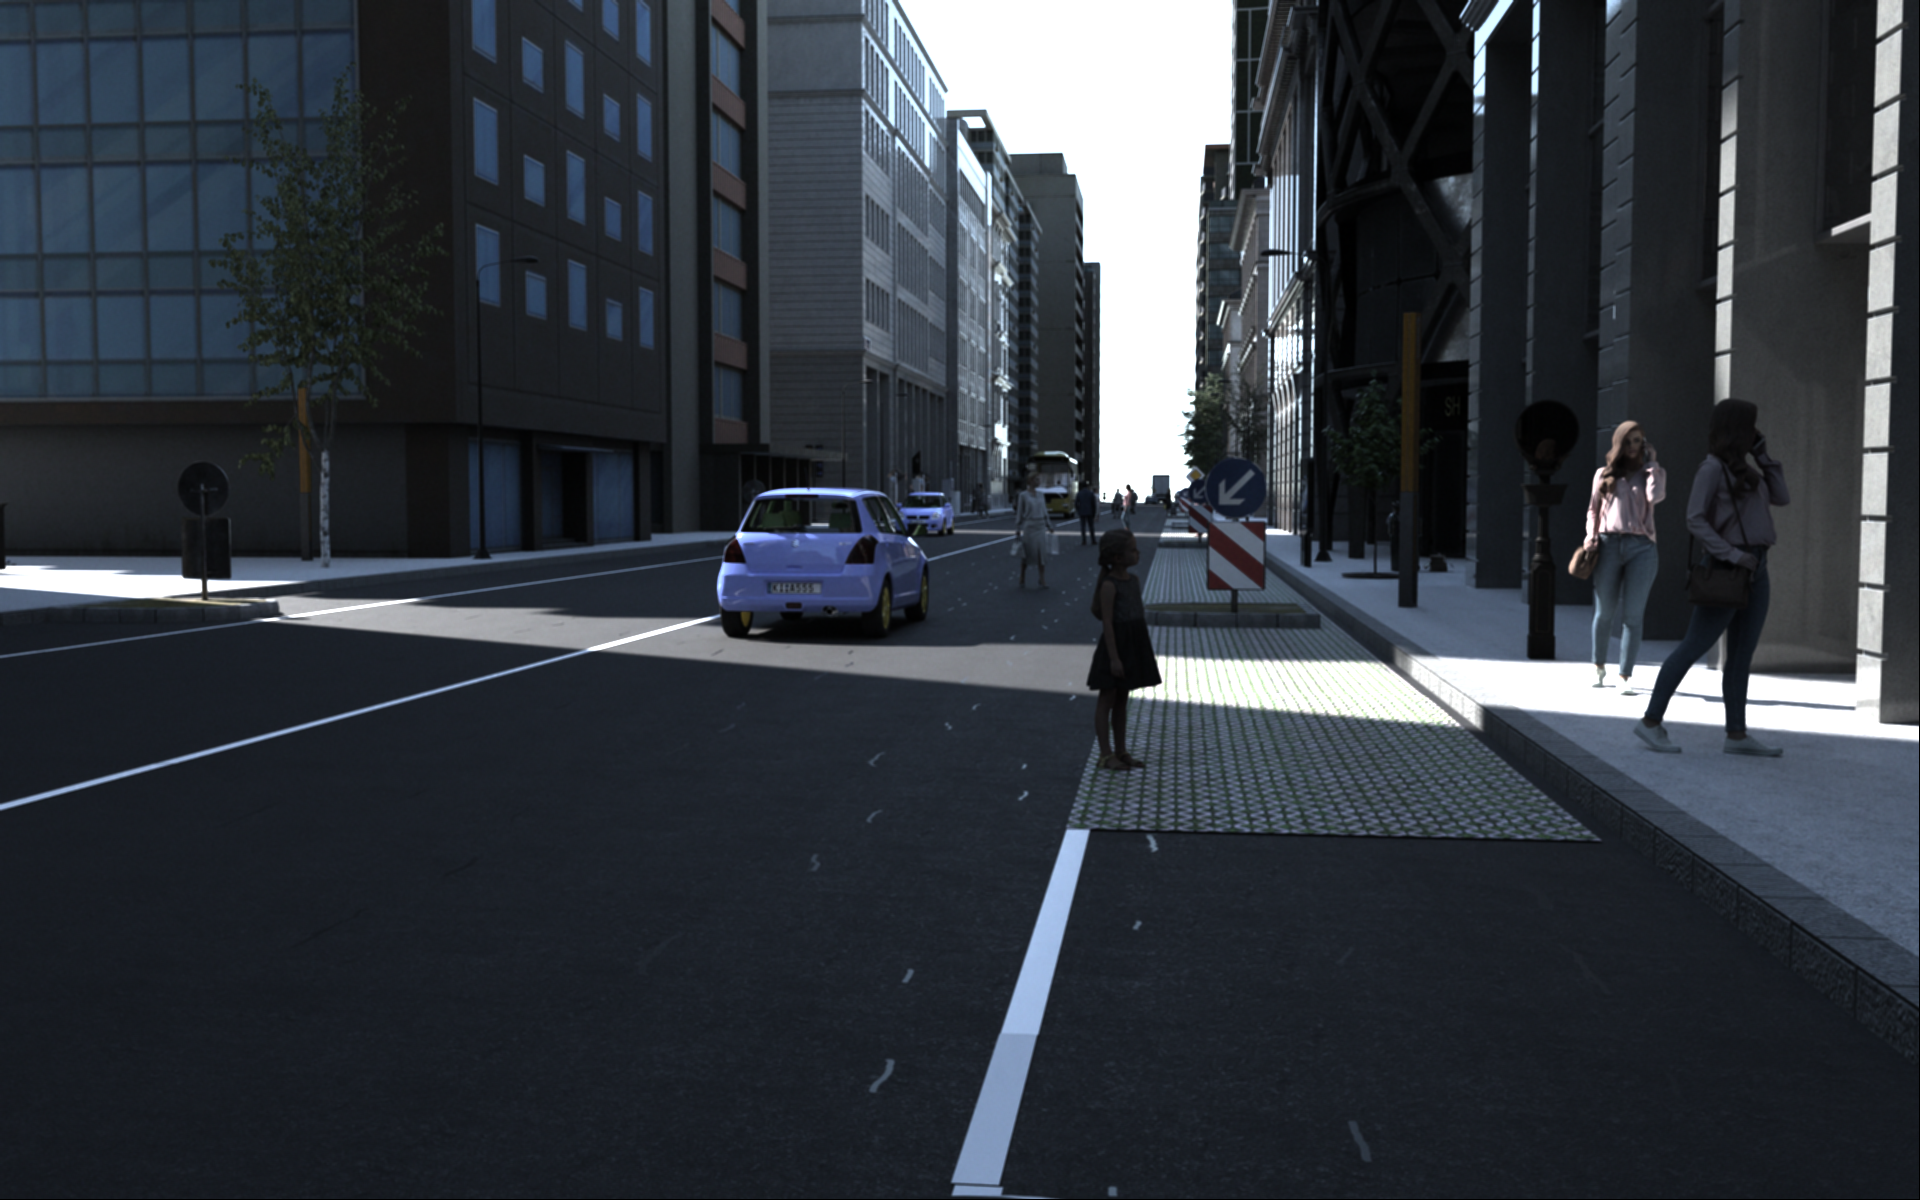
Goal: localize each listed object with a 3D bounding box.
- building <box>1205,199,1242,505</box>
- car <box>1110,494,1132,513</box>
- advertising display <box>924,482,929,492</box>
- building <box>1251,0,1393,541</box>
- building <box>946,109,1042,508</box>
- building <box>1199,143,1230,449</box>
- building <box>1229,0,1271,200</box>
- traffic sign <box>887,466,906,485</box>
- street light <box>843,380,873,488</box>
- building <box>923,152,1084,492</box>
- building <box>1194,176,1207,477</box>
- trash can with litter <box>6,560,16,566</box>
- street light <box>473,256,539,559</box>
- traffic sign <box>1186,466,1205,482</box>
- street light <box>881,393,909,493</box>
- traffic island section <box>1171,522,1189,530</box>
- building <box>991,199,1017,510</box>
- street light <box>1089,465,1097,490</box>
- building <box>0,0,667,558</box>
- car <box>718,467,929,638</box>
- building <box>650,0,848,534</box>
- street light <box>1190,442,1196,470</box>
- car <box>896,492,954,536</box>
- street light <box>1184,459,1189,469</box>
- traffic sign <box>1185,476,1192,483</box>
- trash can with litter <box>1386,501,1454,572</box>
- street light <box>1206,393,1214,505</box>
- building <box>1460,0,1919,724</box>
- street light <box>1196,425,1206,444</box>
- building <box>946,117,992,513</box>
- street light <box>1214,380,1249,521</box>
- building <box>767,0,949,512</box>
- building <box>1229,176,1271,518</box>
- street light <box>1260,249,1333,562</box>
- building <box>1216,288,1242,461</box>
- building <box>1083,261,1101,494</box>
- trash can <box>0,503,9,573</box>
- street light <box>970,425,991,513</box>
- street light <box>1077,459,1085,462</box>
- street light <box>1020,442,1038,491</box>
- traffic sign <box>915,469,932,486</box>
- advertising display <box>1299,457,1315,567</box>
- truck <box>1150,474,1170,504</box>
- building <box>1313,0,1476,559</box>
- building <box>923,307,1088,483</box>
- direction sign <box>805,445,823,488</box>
[{"bbox_3d":[31.395,-24.439,171.284,14.160,30.474,14.107,0,4,7],"label":"building"},{"bbox_3d":[12.322,-7.390,130.614,2.009,1.686,4.222,0,4,5],"label":"car"},{"bbox_3d":[-1.823,-5.460,94.490,0.123,1.923,0.974,-1,4,-10],"label":"advertising display"},{"bbox_3d":[16.840,-13.183,57.350,13.314,21.916,24.055,0,4,7],"label":"building"},{"bbox_3d":[-8.438,-29.146,168.422,32.217,40.220,23.993,0,4,7],"label":"building"},{"bbox_3d":[40.629,-34.103,212.213,22.147,44.769,28.867,0,4,7],"label":"building"},{"bbox_3d":[37.483,-45.790,186.914,20.563,71.187,20.611,0,4,7],"label":"building"},{"bbox_3d":[-2.675,-4.280,72.167,0.795,2.593,0.064,0,4,7],"label":"traffic sign"},{"bbox_3d":[-4.221,-6.011,70.820,1.470,5.913,1.316,0,4,7],"label":"street light"},{"bbox_3d":[6.556,-38.272,249.453,21.300,48.544,21.600,0,4,7],"label":"building"},{"bbox_3d":[44.905,-38.232,248.786,21.300,48.544,21.600,0,4,7],"label":"building"},{"bbox_3d":[-18.029,-1.245,31.414,2.233,1.210,1.678,2,4,34],"label":"trash can with litter"},{"bbox_3d":[-8.925,-3.763,34.066,1.470,5.913,1.316,0,4,7],"label":"street light"},{"bbox_3d":[9.623,-4.186,70.625,0.795,2.593,0.064,0,4,7],"label":"traffic sign"},{"bbox_3d":[-3.068,-6.578,80.084,1.470,5.913,1.316,0,4,7],"label":"street light"},{"bbox_3d":[9.647,-2.962,70.705,2.009,0.180,2.903,0,4,7],"label":"traffic island section"},{"bbox_3d":[-3.266,-21.650,141.365,14.401,28.519,23.554,0,4,7],"label":"building"},{"bbox_3d":[21.180,-18.571,276.181,1.470,5.913,1.316,0,4,7],"label":"street light"},{"bbox_3d":[-15.867,-23.888,40.686,14.600,45.320,14.200,0,4,7],"label":"building"},{"bbox_3d":[-1.370,-0.556,18.682,1.945,1.707,3.694,0,4,8],"label":"car"},{"bbox_3d":[-20.388,-24.991,63.223,28.867,44.769,22.147,0,4,7],"label":"building"},{"bbox_3d":[21.630,-11.200,155.668,1.470,5.913,1.316,0,4,7],"label":"street light"},{"bbox_3d":[-1.213,-3.095,60.194,1.945,1.707,3.694,0,4,7],"label":"car"},{"bbox_3d":[31.725,-16.191,237.262,1.470,5.913,1.316,0,4,7],"label":"street light"},{"bbox_3d":[10.606,-4.670,78.550,0.795,2.593,0.064,0,4,7],"label":"traffic sign"},{"bbox_3d":[7.627,-1.060,28.711,1.055,1.170,0.624,0,4,7],"label":"trash can with litter"},{"bbox_3d":[12.225,-6.570,79.964,1.470,5.913,1.316,0,4,7],"label":"street light"},{"bbox_3d":[10.649,-14.114,8.256,11.434,29.767,29.804,0,4,7],"label":"building"},{"bbox_3d":[16.770,-8.801,116.440,1.470,5.913,1.316,0,4,7],"label":"street light"},{"bbox_3d":[-4.878,-18.447,119.630,12.078,24.808,19.932,0,4,7],"label":"building"},{"bbox_3d":[11.157,-5.985,70.392,1.470,5.913,1.316,0,4,7],"label":"street light"},{"bbox_3d":[-8.016,-19.411,94.855,11.434,29.767,29.804,0,4,7],"label":"building"},{"bbox_3d":[22.783,-16.007,112.618,10.553,20.767,40.483,0,4,7],"label":"building"},{"bbox_3d":[6.399,-3.695,32.955,1.470,5.913,1.316,0,4,7],"label":"street light"},{"bbox_3d":[26.512,-16.981,142.264,10.561,19.102,19.286,0,4,7],"label":"building"},{"bbox_3d":[16.824,-37.516,296.983,14.154,41.232,14.086,0,4,7],"label":"building"},{"bbox_3d":[-15.784,-0.999,27.994,0.748,1.137,0.748,0,3,0],"label":"trash can"},{"bbox_3d":[1.393,-8.811,116.599,1.470,5.913,1.316,0,4,7],"label":"street light"},{"bbox_3d":[16.672,-16.293,238.936,1.470,5.913,1.316,0,4,7],"label":"street light"},{"bbox_3d":[6.351,-11.256,156.578,1.470,5.913,1.316,0,4,7],"label":"street light"},{"bbox_3d":[-1.691,-4.765,80.091,0.795,2.593,0.064,0,4,7],"label":"traffic sign"},{"bbox_3d":[6.141,-1.558,30.687,0.123,1.923,0.974,0,4,3],"label":"advertising display"},{"bbox_3d":[29.134,-16.066,251.594,2.839,4.237,11.283,0,4,5],"label":"truck"},{"bbox_3d":[16.119,-10.369,36.983,16.820,18.784,16.811,0,4,7],"label":"building"},{"bbox_3d":[8.164,-40.111,275.417,23.786,49.044,30.456,0,4,7],"label":"building"},{"bbox_3d":[-6.746,-5.394,80.183,0.876,3.537,0.379,1,4,21],"label":"direction sign"}]
